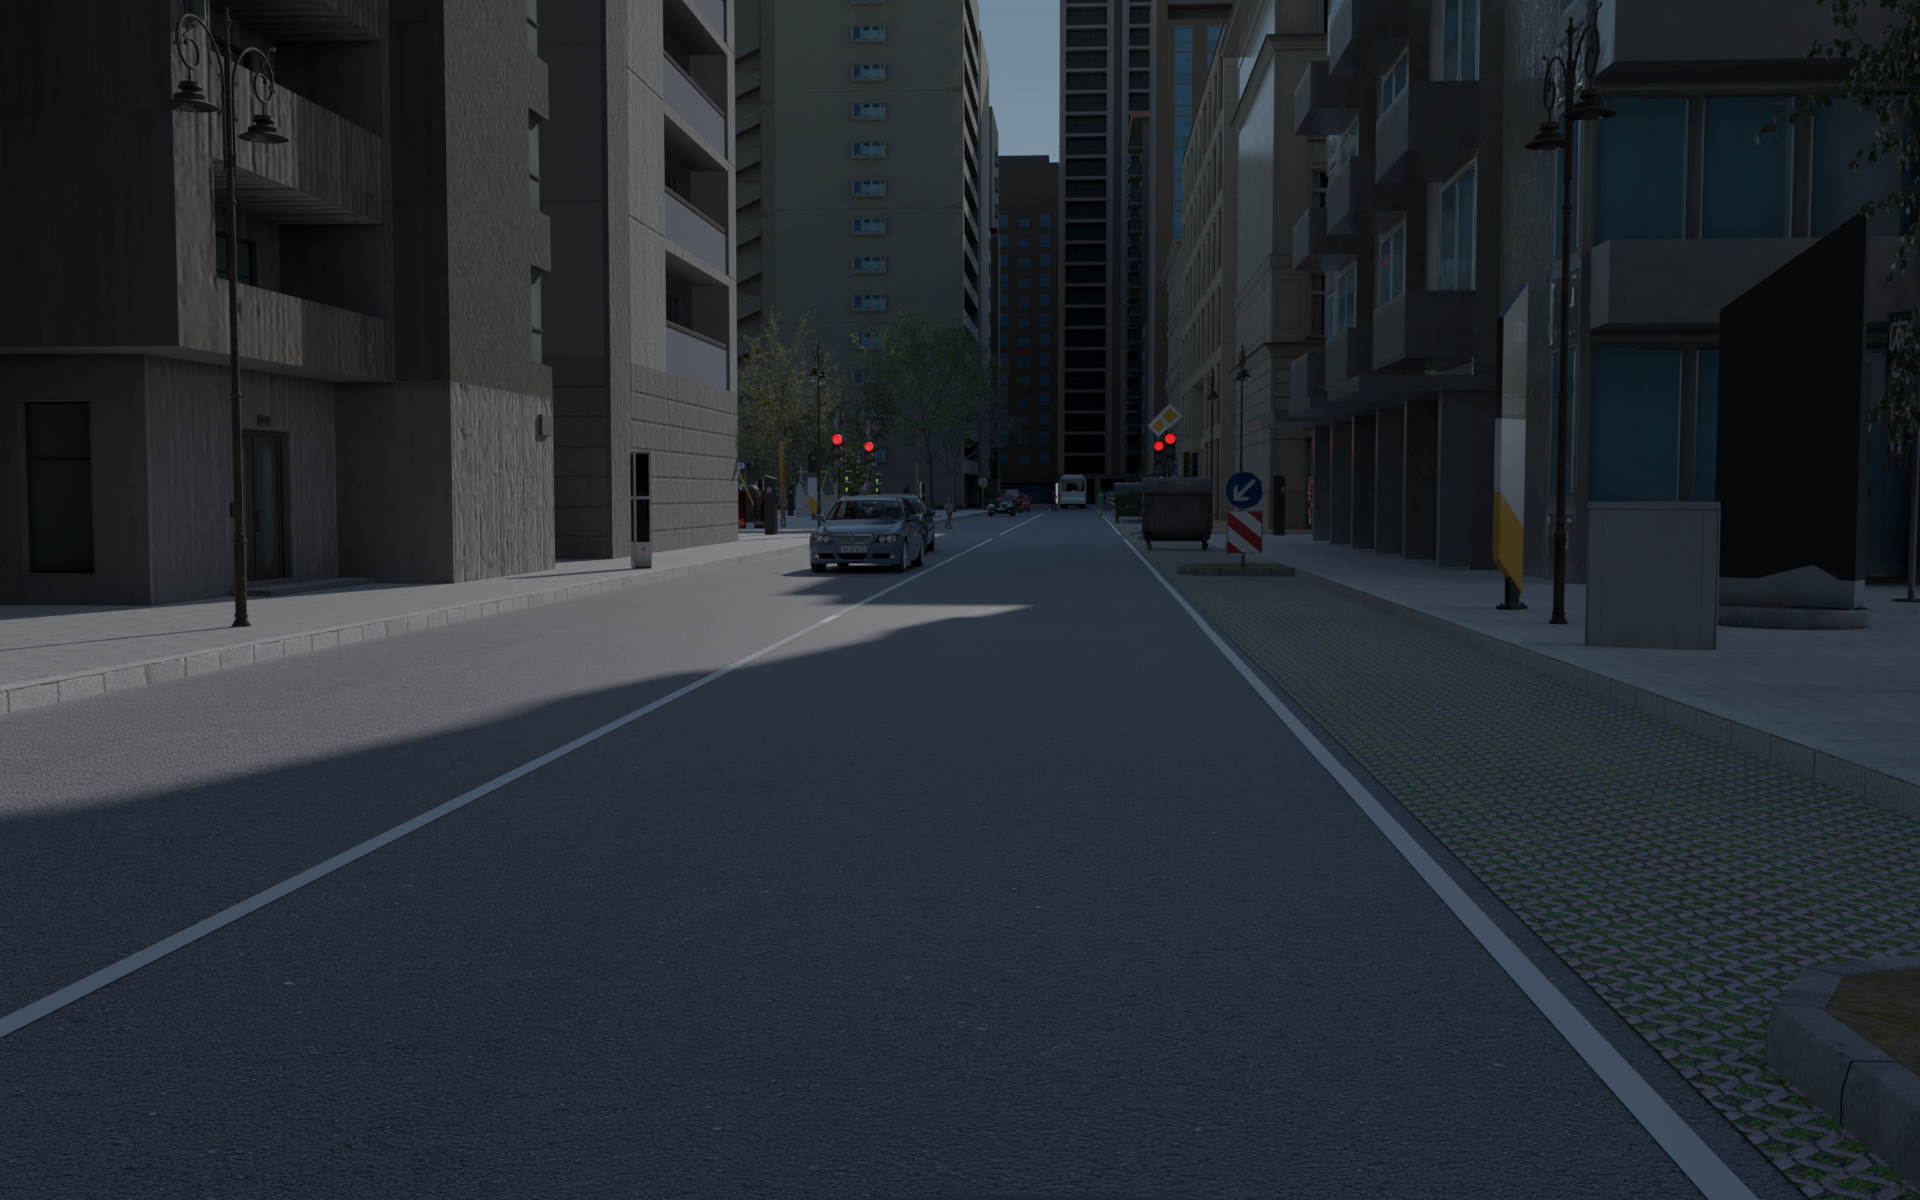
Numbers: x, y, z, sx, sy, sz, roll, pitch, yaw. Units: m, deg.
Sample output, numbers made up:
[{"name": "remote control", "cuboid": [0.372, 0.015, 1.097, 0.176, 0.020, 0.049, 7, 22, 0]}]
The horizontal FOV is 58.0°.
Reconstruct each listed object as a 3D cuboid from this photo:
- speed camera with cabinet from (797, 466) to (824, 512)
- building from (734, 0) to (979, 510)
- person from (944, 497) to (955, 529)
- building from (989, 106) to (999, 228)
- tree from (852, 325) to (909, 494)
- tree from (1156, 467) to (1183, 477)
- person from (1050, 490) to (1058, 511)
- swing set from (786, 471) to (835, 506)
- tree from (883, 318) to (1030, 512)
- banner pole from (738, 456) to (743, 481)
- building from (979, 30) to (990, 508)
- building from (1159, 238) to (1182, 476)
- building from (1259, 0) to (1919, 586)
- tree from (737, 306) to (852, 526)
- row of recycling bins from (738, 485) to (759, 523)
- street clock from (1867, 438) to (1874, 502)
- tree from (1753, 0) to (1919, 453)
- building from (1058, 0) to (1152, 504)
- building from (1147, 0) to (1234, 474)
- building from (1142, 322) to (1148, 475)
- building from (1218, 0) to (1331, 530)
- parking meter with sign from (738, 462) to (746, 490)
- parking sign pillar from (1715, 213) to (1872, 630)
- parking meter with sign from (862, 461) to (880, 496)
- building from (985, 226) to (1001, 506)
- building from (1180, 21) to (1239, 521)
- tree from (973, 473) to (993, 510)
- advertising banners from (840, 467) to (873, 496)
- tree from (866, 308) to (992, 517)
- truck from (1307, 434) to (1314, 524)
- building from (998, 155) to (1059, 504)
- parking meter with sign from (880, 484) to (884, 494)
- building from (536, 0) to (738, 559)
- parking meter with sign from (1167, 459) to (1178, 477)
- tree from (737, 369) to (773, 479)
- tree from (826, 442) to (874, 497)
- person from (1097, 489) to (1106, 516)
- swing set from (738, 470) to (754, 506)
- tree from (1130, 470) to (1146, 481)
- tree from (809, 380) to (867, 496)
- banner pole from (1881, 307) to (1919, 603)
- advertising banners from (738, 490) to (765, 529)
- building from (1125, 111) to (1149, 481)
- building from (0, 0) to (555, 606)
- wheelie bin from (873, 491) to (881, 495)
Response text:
[{"name": "speed camera with cabinet", "cuboid": [-10.652, -7.900, 123.504, 2.038, 3.252, 0.660, 2, 4, 29]}, {"name": "building", "cuboid": [-9.622, -32.076, 148.144, 21.300, 48.544, 21.600, 0, 4, 4]}, {"name": "person", "cuboid": [-0.429, -3.552, 70.848, 0.475, 1.303, 0.640, -3, 5, -41]}, {"name": "building", "cuboid": [-6.545, -35.365, 201.914, 21.600, 48.544, 21.300, 0, 4, 4]}, {"name": "tree", "cuboid": [-4.024, -7.683, 75.974, 4.360, 8.622, 3.978, 0, 3, 0]}, {"name": "tree", "cuboid": [11.813, -6.290, 97.435, 1.663, 3.219, 1.824, 0, 3, 0]}, {"name": "person", "cuboid": [7.958, -8.363, 145.685, 0.683, 1.767, 0.568, -3, 5, -39]}, {"name": "swing set", "cuboid": [-10.399, -7.521, 120.582, 3.119, 2.851, 2.862, 2, 4, 34]}, {"name": "tree", "cuboid": [-0.519, -12.947, 122.059, 12.009, 13.543, 11.850, 0, 3, 0]}, {"name": "banner pole", "cuboid": [-14.556, -7.640, 114.923, 0.401, 3.779, 0.863, 1, 4, 22]}, {"name": "building", "cuboid": [-4.502, -31.551, 165.977, 14.600, 45.320, 14.200, 0, 4, 4]}, {"name": "building", "cuboid": [20.659, -17.691, 125.409, 11.583, 22.565, 21.152, 0, 4, 4]}, {"name": "building", "cuboid": [19.159, -25.424, 35.299, 23.786, 49.044, 30.456, 0, 4, 4]}, {"name": "tree", "cuboid": [-6.763, -7.238, 68.706, 4.360, 8.622, 3.978, 0, 3, 0]}, {"name": "row of recycling bins", "cuboid": [-10.571, -4.378, 78.696, 3.534, 1.692, 1.069, 2, 4, 31]}, {"name": "street clock", "cuboid": [9.832, -0.885, 19.034, 0.358, 2.002, 0.471, 2, 4, 23]}, {"name": "tree", "cuboid": [6.621, -3.706, 10.950, 4.360, 8.622, 3.978, 0, 3, 0]}, {"name": "building", "cuboid": [23.503, -48.355, 228.862, 20.611, 71.187, 20.563, 0, 4, 4]}, {"name": "building", "cuboid": [23.027, -30.302, 145.545, 14.600, 45.320, 14.200, 0, 4, 4]}, {"name": "building", "cuboid": [31.968, -19.704, 167.203, 27.650, 21.520, 28.899, 0, 4, 4]}, {"name": "building", "cuboid": [25.803, -14.343, 67.797, 30.059, 22.955, 16.112, 0, 4, 4]}, {"name": "parking meter with sign", "cuboid": [-11.832, -5.964, 93.765, 0.543, 3.016, 1.738, -1, 4, -9]}, {"name": "parking sign pillar", "cuboid": [8.129, -1.740, 16.917, 1.447, 3.967, 1.447, 3, 5, 39]}, {"name": "parking meter with sign", "cuboid": [-4.813, -5.716, 89.716, 0.543, 3.016, 1.738, 1, 4, 17]}, {"name": "building", "cuboid": [-3.122, -25.018, 180.741, 14.160, 30.474, 14.107, 0, 4, 4]}, {"name": "building", "cuboid": [23.086, -17.917, 97.451, 19.350, 26.468, 34.151, 0, 4, 4]}, {"name": "tree", "cuboid": [2.092, -9.108, 143.518, 1.663, 3.219, 1.824, 0, 3, 0]}, {"name": "advertising banners", "cuboid": [-4.915, -5.158, 80.514, 2.074, 3.025, 0.090, 2, 4, 31]}, {"name": "tree", "cuboid": [-1.768, -10.514, 97.652, 9.928, 11.665, 9.643, 0, 3, 0]}, {"name": "truck", "cuboid": [16.625, -4.182, 57.288, 11.283, 4.237, 2.839, 0, 4, 6]}, {"name": "building", "cuboid": [5.955, -35.360, 228.251, 14.200, 45.320, 14.600, 0, 4, 4]}, {"name": "parking meter with sign", "cuboid": [-6.161, -8.316, 132.219, 1.738, 3.016, 0.543, -1, 4, -20]}, {"name": "building", "cuboid": [-20.308, -30.570, 41.815, 28.212, 58.520, 21.231, 0, 4, 4]}, {"name": "parking meter with sign", "cuboid": [10.331, -5.373, 84.110, 0.543, 3.016, 1.738, 0, 4, 5]}, {"name": "tree", "cuboid": [-12.665, -9.041, 98.181, 4.737, 8.622, 4.395, 0, 3, 0]}, {"name": "tree", "cuboid": [-4.012, -4.253, 64.131, 1.663, 3.219, 1.824, 0, 3, 0]}, {"name": "person", "cuboid": [9.264, -6.403, 113.442, 0.600, 1.795, 0.529, 1, 4, 13]}, {"name": "swing set", "cuboid": [-10.457, -4.768, 75.577, 2.862, 2.851, 3.119, 1, 4, 11]}, {"name": "tree", "cuboid": [14.637, -8.796, 138.421, 1.663, 3.219, 1.824, 0, 3, 0]}, {"name": "tree", "cuboid": [-7.715, -9.782, 110.290, 4.737, 8.622, 4.395, 0, 3, 0]}, {"name": "banner pole", "cuboid": [11.314, -1.880, 20.756, 0.401, 3.779, 0.863, 0, 4, -5]}, {"name": "advertising banners", "cuboid": [-8.158, -4.167, 64.317, 2.074, 3.025, 0.090, -1, 4, -14]}, {"name": "building", "cuboid": [29.936, -33.083, 195.538, 22.147, 44.769, 28.867, 0, 4, 4]}, {"name": "building", "cuboid": [-14.394, -15.325, 22.269, 14.160, 30.474, 14.107, 0, 4, 4]}, {"name": "wheelie bin", "cuboid": [-6.001, -7.101, 124.015, 0.693, 1.594, 0.980, 0, 4, -7]}]
